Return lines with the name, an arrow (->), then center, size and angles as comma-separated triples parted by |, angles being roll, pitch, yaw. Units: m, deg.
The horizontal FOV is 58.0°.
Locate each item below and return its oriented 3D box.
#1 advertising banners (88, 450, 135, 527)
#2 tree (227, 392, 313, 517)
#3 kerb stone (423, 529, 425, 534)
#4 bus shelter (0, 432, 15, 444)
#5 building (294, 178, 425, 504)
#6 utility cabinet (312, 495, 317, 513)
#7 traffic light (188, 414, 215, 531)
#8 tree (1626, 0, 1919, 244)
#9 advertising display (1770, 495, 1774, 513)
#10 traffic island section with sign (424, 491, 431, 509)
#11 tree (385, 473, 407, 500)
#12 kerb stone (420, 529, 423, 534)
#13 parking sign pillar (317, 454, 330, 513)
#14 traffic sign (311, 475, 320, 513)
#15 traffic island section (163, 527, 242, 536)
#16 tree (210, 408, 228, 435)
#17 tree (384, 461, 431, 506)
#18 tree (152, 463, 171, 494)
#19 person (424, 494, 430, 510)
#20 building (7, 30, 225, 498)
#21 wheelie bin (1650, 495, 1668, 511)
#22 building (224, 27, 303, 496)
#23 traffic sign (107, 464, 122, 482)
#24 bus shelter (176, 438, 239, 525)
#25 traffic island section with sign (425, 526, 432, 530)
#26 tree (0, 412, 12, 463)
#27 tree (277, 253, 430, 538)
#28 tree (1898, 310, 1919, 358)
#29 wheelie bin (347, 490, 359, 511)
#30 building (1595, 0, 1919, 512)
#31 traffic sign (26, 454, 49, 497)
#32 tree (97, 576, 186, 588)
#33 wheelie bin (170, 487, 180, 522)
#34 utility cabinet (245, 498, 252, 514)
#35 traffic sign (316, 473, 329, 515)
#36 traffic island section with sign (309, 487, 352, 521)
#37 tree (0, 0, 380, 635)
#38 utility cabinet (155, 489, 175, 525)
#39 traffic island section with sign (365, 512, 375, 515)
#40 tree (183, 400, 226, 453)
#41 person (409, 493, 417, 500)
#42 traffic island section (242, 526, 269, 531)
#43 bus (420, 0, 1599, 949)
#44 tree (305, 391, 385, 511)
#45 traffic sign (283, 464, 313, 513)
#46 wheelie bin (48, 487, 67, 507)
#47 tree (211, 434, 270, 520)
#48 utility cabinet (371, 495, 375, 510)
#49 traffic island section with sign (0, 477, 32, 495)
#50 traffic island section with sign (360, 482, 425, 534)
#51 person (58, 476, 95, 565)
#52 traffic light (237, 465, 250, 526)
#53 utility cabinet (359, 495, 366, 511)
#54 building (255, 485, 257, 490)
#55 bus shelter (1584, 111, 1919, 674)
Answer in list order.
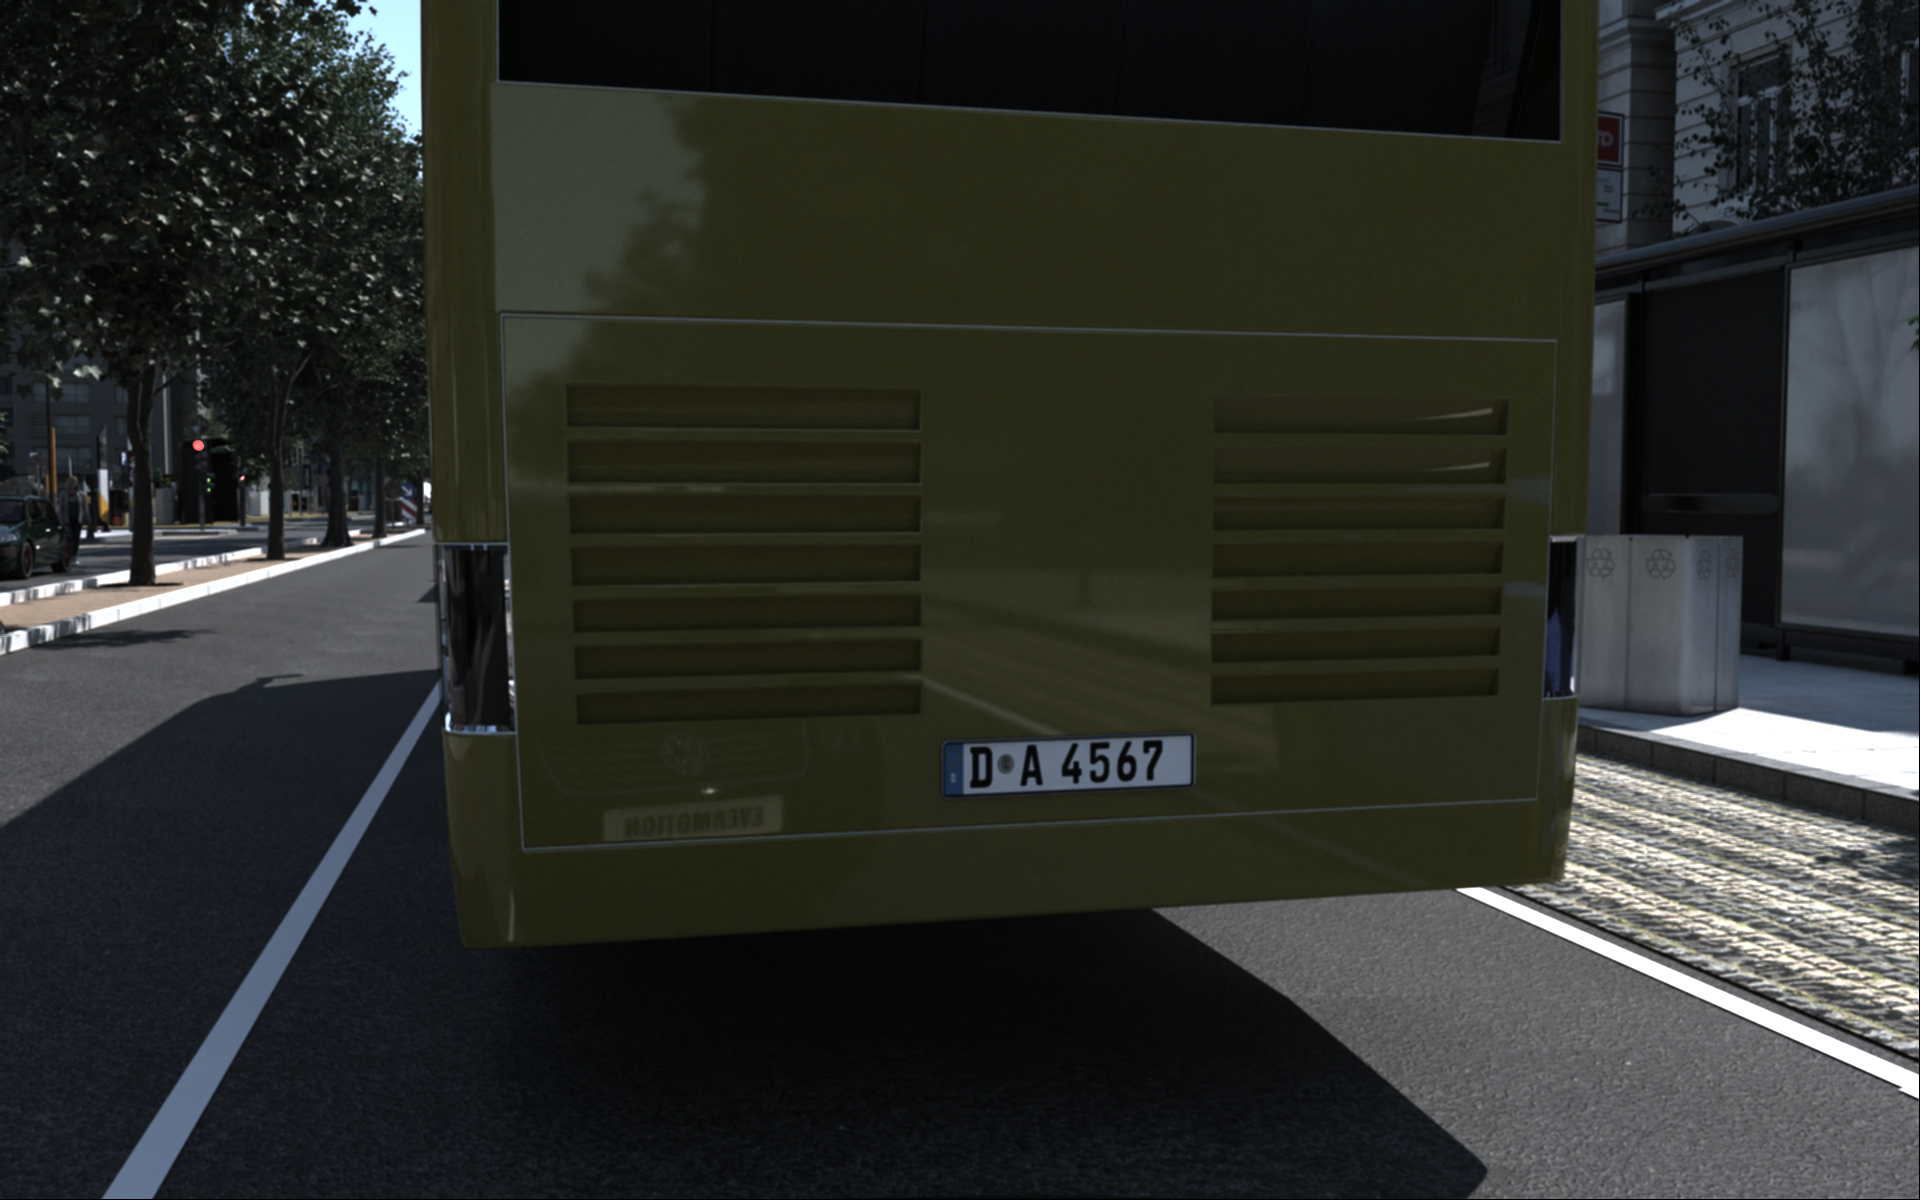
advertising banners -> -33.557, -4.440, 68.783 | 0.090, 3.025, 2.074 | 3, 5, 40
tree -> -37.853, -8.978, 97.147 | 4.737, 8.622, 4.395 | 0, 3, 0
kerb stone -> -19.318, -2.427, 61.910 | 0.120, 0.150, 1.000 | -1, 4, -13
bus shelter -> -28.334, -3.334, 48.427 | 2.014, 3.302, 5.546 | -1, 4, -13
building -> -90.241, -38.122, 242.902 | 30.456, 49.044, 23.786 | -1, 4, -13
utility cabinet -> -43.986, -6.561, 118.430 | 0.306, 1.237, 1.020 | 0, 4, -2
traffic light -> -26.638, -4.397, 60.819 | 0.839, 4.253, 0.868 | -1, 4, -13
tree -> 10.075, -4.238, 19.649 | 4.360, 8.622, 3.978 | 0, 3, 0
advertising display -> 8.283, -0.720, 16.994 | 0.974, 1.923, 0.123 | -2, 4, -32
traffic island section with sign -> -51.211, -9.785, 168.617 | 1.989, 1.847, 2.006 | -1, 4, -13
tree -> -55.198, -13.590, 172.558 | 4.737, 8.622, 4.395 | 0, 3, 0
kerb stone -> -19.090, -2.368, 60.913 | 0.120, 0.150, 1.000 | -1, 4, -13
parking sign pillar -> -42.373, -7.805, 116.086 | 1.447, 3.967, 1.447 | 2, 4, 30
traffic sign -> -42.509, -7.002, 114.589 | 0.768, 2.556, 0.104 | 0, 4, -3
traffic island section -> -26.680, -2.365, 60.944 | 2.009, 0.180, 2.903 | -1, 4, -13
tree -> -57.393, -11.403, 136.795 | 4.360, 8.622, 3.978 | 0, 3, 0
tree -> -58.303, -17.122, 186.605 | 9.857, 13.997, 8.962 | 0, 3, 0
tree -> -49.224, -6.834, 106.330 | 1.663, 3.219, 1.824 | 0, 3, 0
person -> -49.038, -9.018, 159.165 | 0.991, 1.433, 0.599 | -1, 4, -10
building -> -69.148, -28.114, 143.262 | 14.154, 41.232, 14.086 | -1, 4, -13
wheelie bin -> 12.645, -1.473, 31.989 | 0.693, 1.594, 0.980 | -2, 4, -24
building -> -88.097, -53.200, 182.485 | 31.000, 86.520, 22.319 | -1, 4, -13
traffic sign -> -35.535, -4.433, 72.593 | 0.768, 2.556, 0.104 | -1, 4, -11
bus shelter -> -32.308, -5.113, 74.878 | 1.731, 3.624, 6.357 | -1, 4, -13
traffic island section with sign -> -22.214, -3.772, 69.814 | 2.006, 1.907, 1.989 | -1, 4, -13
tree -> -25.497, -3.617, 42.849 | 4.285, 4.588, 4.351 | 0, 3, 0
tree -> -18.939, -8.281, 55.980 | 7.486, 12.596, 7.792 | 0, 3, 0
tree -> 5.059, -0.817, 7.957 | 1.663, 3.219, 1.824 | 0, 3, 0
wheelie bin -> -45.385, -7.443, 129.597 | 0.980, 1.594, 0.693 | 0, 4, -3
building -> 17.530, -15.901, 45.892 | 13.634, 28.700, 20.117 | -1, 4, -13
traffic sign -> -29.238, -3.358, 55.002 | 0.768, 2.556, 0.104 | 0, 4, -6
tree -> -12.539, -6.006, 26.414 | 9.928, 11.665, 9.643 | 0, 3, 0
wheelie bin -> -36.139, -4.393, 79.736 | 0.980, 1.594, 0.693 | 2, 4, 33
utility cabinet -> -44.987, -6.017, 109.534 | 1.020, 1.237, 0.306 | 0, 4, -7
traffic sign -> -39.426, -6.546, 107.134 | 0.768, 2.556, 0.104 | 0, 4, -8
traffic island section with sign -> -33.706, -5.146, 92.772 | 1.989, 1.847, 2.006 | -1, 4, -13
tree -> -9.926, -5.958, 16.873 | 9.611, 12.733, 9.660 | 0, 3, 0
utility cabinet -> -32.766, -3.836, 71.405 | 0.318, 1.500, 1.173 | 0, 4, -4
traffic island section with sign -> -39.758, -6.753, 119.041 | 1.989, 1.847, 2.006 | -1, 4, -13
tree -> -53.658, -10.665, 124.730 | 4.737, 8.622, 4.395 | 0, 3, 0
person -> -40.628, -7.330, 128.524 | 0.592, 1.802, 0.473 | 3, 4, 36
traffic island section -> -28.476, -2.841, 68.725 | 2.009, 0.180, 2.903 | -1, 4, -13
bus -> -1.294, -1.093, 9.423 | 2.896, 3.916, 12.252 | -1, 4, -14
tree -> -44.634, -11.794, 127.248 | 7.601, 10.594, 8.767 | 0, 4, -5
traffic sign -> -44.636, -7.487, 116.284 | 2.265, 3.308, 0.079 | 0, 4, -8
wheelie bin -> -42.965, -4.571, 82.647 | 0.980, 1.594, 0.693 | -1, 4, -23
tree -> -35.783, -6.247, 85.848 | 4.285, 4.588, 4.351 | 0, 3, 0
utility cabinet -> -47.073, -7.877, 139.956 | 1.020, 1.237, 0.306 | 2, 4, 26
traffic island section with sign -> -21.229, -1.843, 38.762 | 1.989, 1.847, 2.006 | -1, 4, -13
traffic island section with sign -> -20.557, -3.331, 62.593 | 2.006, 1.907, 1.989 | -1, 4, -13
person -> -17.886, -1.614, 35.077 | 0.709, 1.800, 0.728 | -3, 4, -37
traffic light -> -26.416, -5.776, 69.101 | 4.771, 5.953, 1.251 | -1, 4, -13
utility cabinet -> -45.790, -7.388, 131.963 | 1.020, 1.237, 0.306 | 0, 4, 6
building -> -77.124, -44.092, 159.159 | 20.563, 71.187, 20.611 | -1, 4, -13
bus shelter -> 6.543, -2.323, 15.620 | 2.179, 5.291, 8.768 | -1, 4, -13
